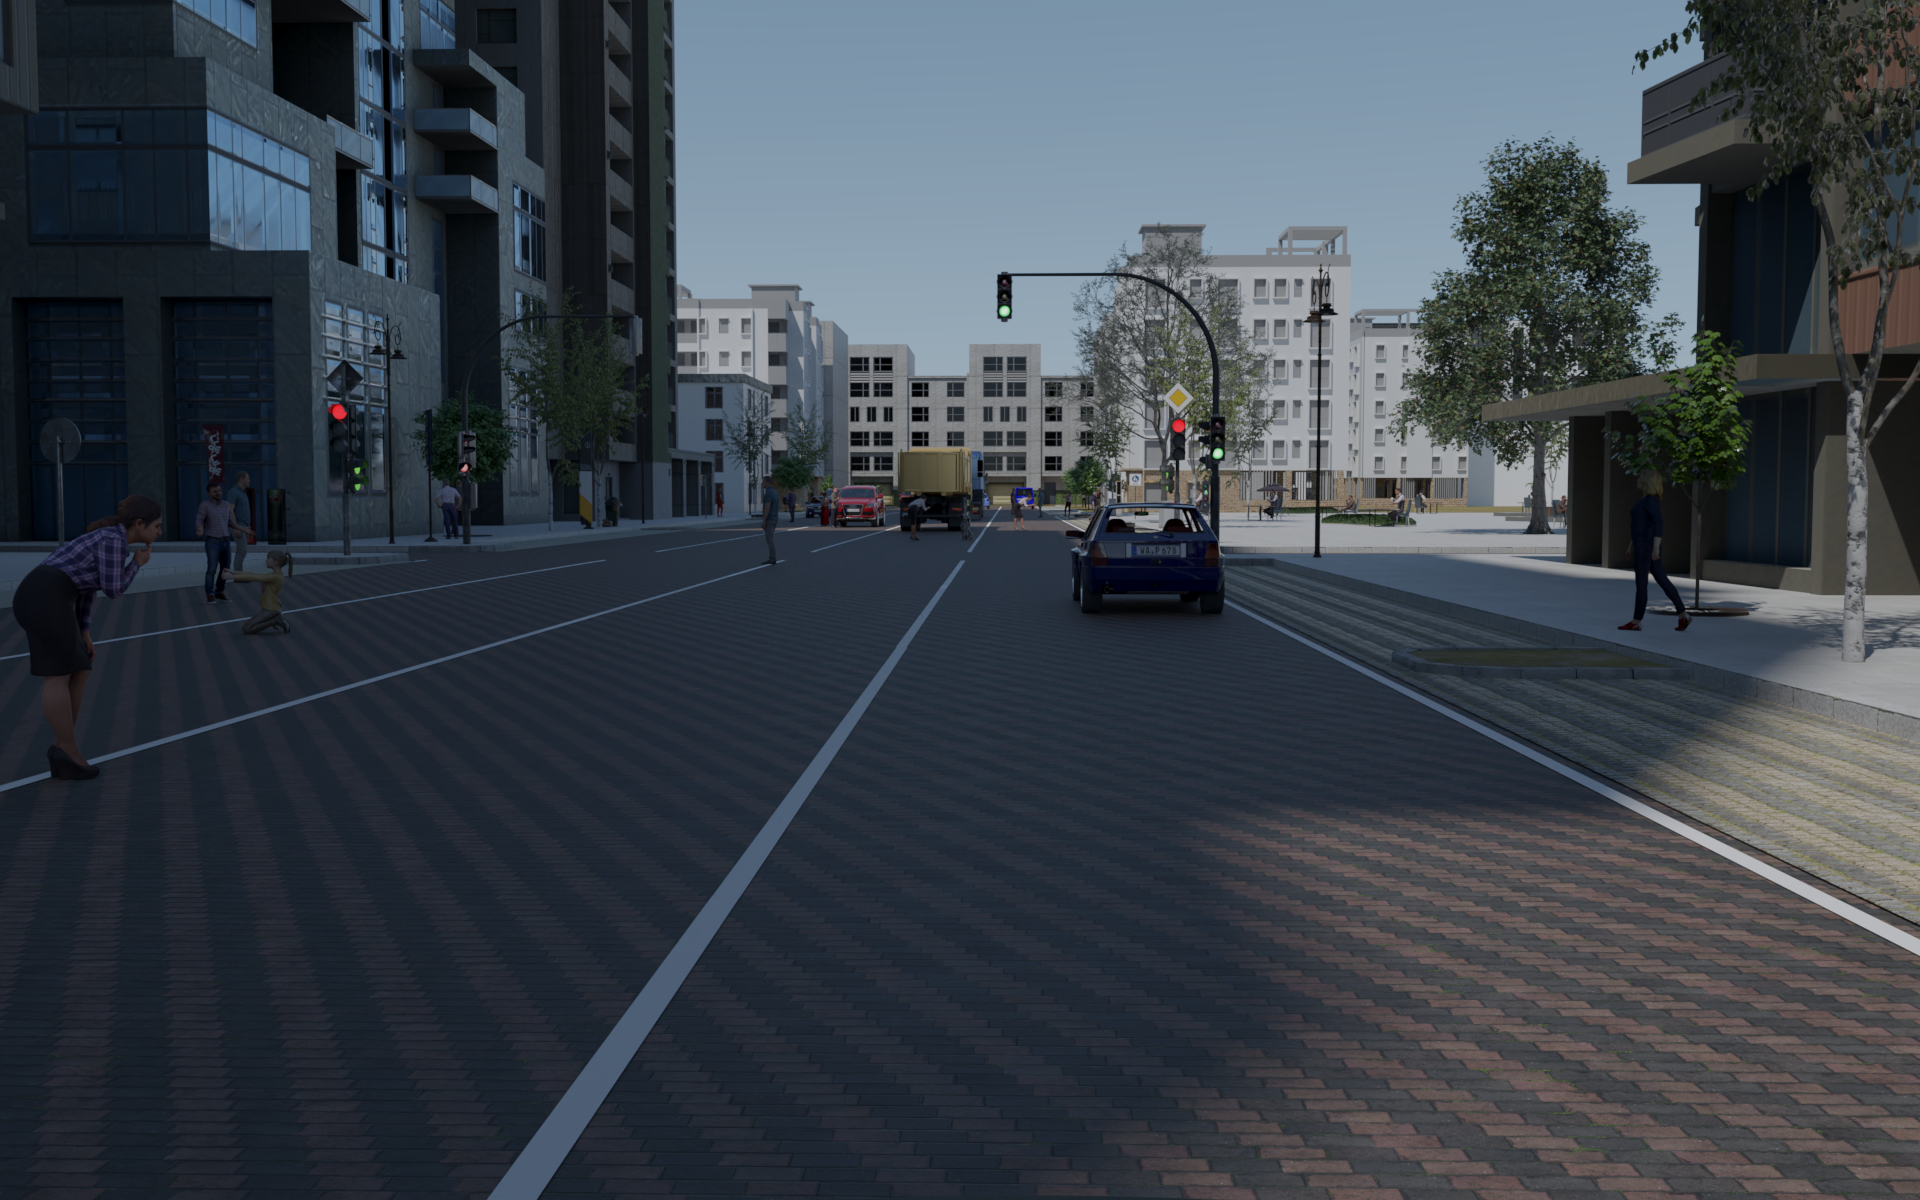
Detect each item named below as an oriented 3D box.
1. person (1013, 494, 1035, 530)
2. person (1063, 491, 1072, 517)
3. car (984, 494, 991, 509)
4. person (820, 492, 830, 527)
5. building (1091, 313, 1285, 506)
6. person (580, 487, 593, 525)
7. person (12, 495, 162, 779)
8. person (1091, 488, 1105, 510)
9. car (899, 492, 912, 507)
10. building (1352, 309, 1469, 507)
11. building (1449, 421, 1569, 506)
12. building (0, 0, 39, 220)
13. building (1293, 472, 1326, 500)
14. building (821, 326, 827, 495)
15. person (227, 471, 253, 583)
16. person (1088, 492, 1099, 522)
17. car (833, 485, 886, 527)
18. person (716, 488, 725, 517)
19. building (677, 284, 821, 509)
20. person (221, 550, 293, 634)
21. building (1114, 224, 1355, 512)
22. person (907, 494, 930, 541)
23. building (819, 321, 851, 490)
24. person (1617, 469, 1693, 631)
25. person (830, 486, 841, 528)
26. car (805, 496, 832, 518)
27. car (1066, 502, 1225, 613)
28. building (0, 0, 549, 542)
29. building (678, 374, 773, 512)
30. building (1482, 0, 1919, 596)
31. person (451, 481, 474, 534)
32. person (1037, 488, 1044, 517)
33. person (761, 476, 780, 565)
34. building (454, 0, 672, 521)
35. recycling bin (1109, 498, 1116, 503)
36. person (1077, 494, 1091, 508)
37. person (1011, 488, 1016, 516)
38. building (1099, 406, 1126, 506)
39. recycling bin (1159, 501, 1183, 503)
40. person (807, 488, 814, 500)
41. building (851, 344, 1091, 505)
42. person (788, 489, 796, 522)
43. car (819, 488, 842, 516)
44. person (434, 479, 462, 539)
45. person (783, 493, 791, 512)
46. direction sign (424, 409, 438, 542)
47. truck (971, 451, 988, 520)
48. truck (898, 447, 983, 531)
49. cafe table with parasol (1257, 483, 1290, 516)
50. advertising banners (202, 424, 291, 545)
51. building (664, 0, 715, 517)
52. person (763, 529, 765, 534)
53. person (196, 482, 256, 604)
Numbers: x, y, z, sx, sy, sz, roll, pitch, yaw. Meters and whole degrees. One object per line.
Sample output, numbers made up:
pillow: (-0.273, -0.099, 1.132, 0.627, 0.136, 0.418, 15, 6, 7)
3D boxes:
person: (2.513, -3.474, 68.488, 0.799, 1.438, 0.628, -1, 4, -12)
person: (6.787, -6.081, 109.392, 0.566, 1.644, 0.517, -1, 4, -15)
car: (2.001, -9.607, 166.670, 1.945, 1.707, 3.694, 0, 3, 0)
person: (-5.963, -3.993, 76.248, 0.387, 1.526, 0.523, -3, 5, -41)
building: (22.800, -18.994, 177.010, 16.747, 18.905, 31.486, 0, 4, 2)
person: (-15.520, -3.990, 72.082, 0.742, 1.727, 0.445, 1, 4, 18)
person: (-4.395, 0.182, 8.759, 0.697, 1.427, 0.421, -3, 4, -37)
person: (10.335, -7.523, 129.564, 1.217, 1.766, 0.721, 3, 5, 39)
car: (-5.426, -10.853, 186.122, 2.281, 1.827, 5.304, 0, 4, 1)
building: (46.286, -19.984, 183.155, 11.380, 20.091, 16.016, 0, 4, 2)
building: (66.418, -15.011, 187.571, 28.070, 9.664, 9.099, 0, 4, 2)
building: (-31.219, -26.320, 19.574, 27.495, 52.752, 28.713, 0, 4, 2)
building: (30.992, -16.308, 208.776, 28.070, 9.664, 9.099, 0, 4, 2)
building: (-21.214, -19.026, 167.494, 16.016, 20.091, 11.380, 0, 4, 2)
person: (-11.665, -1.193, 28.140, 0.434, 1.807, 0.598, 0, 4, 7)
person: (6.742, -4.688, 87.361, 0.471, 1.553, 0.569, 3, 5, 42)
car: (-4.451, -4.141, 76.380, 2.281, 1.827, 5.304, 0, 4, 3)
person: (-13.367, -5.431, 96.542, 0.444, 1.614, 0.593, -1, 4, -18)
building: (-21.232, -18.219, 154.293, 16.016, 20.091, 11.380, 0, 4, 2)
person: (-7.221, -0.084, 17.803, 0.695, 0.859, 0.347, -1, 4, -16)
building: (19.465, -16.555, 127.088, 16.016, 20.091, 11.380, 0, 4, 2)
person: (-1.286, -2.558, 53.505, 0.628, 1.438, 0.799, 1, 4, 9)
building: (-28.442, -19.519, 185.593, 31.486, 18.905, 16.747, 0, 4, 2)
person: (6.523, -0.467, 16.228, 0.613, 1.512, 0.480, 0, 4, 4)
person: (-5.156, -3.921, 73.137, 0.750, 1.759, 0.617, 3, 4, 36)
car: (-8.341, -5.632, 104.659, 1.945, 1.354, 3.894, 0, 4, 1)
car: (2.342, -0.587, 22.171, 1.945, 1.354, 3.894, 0, 4, 1)
building: (-27.874, -45.663, 59.260, 22.319, 86.520, 31.000, 0, 4, 2)
building: (-19.096, -11.786, 134.854, 9.099, 9.664, 28.070, 0, 4, 2)
building: (20.442, -22.214, 17.828, 22.147, 44.769, 28.867, 0, 4, 2)
person: (-16.093, -2.994, 55.550, 0.990, 1.755, 0.434, -2, 4, -23)
person: (4.912, -5.975, 106.326, 0.434, 1.807, 0.598, 3, 5, 39)
person: (-3.900, -1.632, 35.312, 0.434, 1.807, 0.598, 2, 4, 25)
building: (-22.341, -19.065, 83.419, 14.160, 30.474, 14.107, 0, 4, 2)
recycling bin: (9.089, -5.422, 101.204, 0.722, 1.027, 0.722, 1, 4, 12)
person: (11.584, -9.524, 161.768, 1.348, 1.823, 0.705, 0, 4, -8)
person: (3.452, -6.256, 110.910, 0.434, 1.807, 0.598, 0, 4, 1)
building: (17.070, -12.540, 147.173, 9.099, 9.664, 28.070, 0, 4, 2)
recycling bin: (7.884, -3.193, 64.756, 0.722, 1.027, 0.722, -1, 4, -13)
person: (-12.718, -8.683, 148.031, 0.705, 1.821, 1.348, 1, 4, 16)
building: (1.322, -21.172, 212.617, 31.486, 18.905, 16.747, 0, 4, 2)
person: (-8.522, -4.799, 87.878, 0.541, 1.710, 0.530, -3, 5, -41)
car: (-7.947, -6.350, 112.501, 2.281, 1.827, 5.304, 0, 4, 3)
person: (-14.595, -2.593, 49.377, 0.756, 1.711, 0.436, -1, 4, -20)
person: (-12.104, -6.867, 121.551, 0.697, 1.427, 0.421, 1, 4, 12)
direction sign: (-14.230, -3.332, 46.480, 0.379, 3.537, 0.876, -2, 4, -26)
truck: (0.106, -6.903, 102.624, 2.967, 4.110, 18.799, 0, 4, 1)
truck: (-0.887, -4.558, 70.448, 3.469, 3.379, 9.791, 0, 4, 2)
cafe table with parasol: (18.671, -6.010, 103.125, 2.610, 1.966, 2.610, -1, 4, -22)
advertising banners: (-17.933, -2.895, 43.518, 2.074, 3.025, 0.090, 0, 4, -4)
building: (-25.329, -40.449, 99.596, 20.563, 71.187, 20.611, 0, 4, 2)
person: (-6.845, -2.623, 61.855, 0.381, 0.543, 0.357, 0, 4, -4)
person: (-9.728, -0.748, 22.693, 0.435, 1.587, 0.963, 1, 4, 20)
